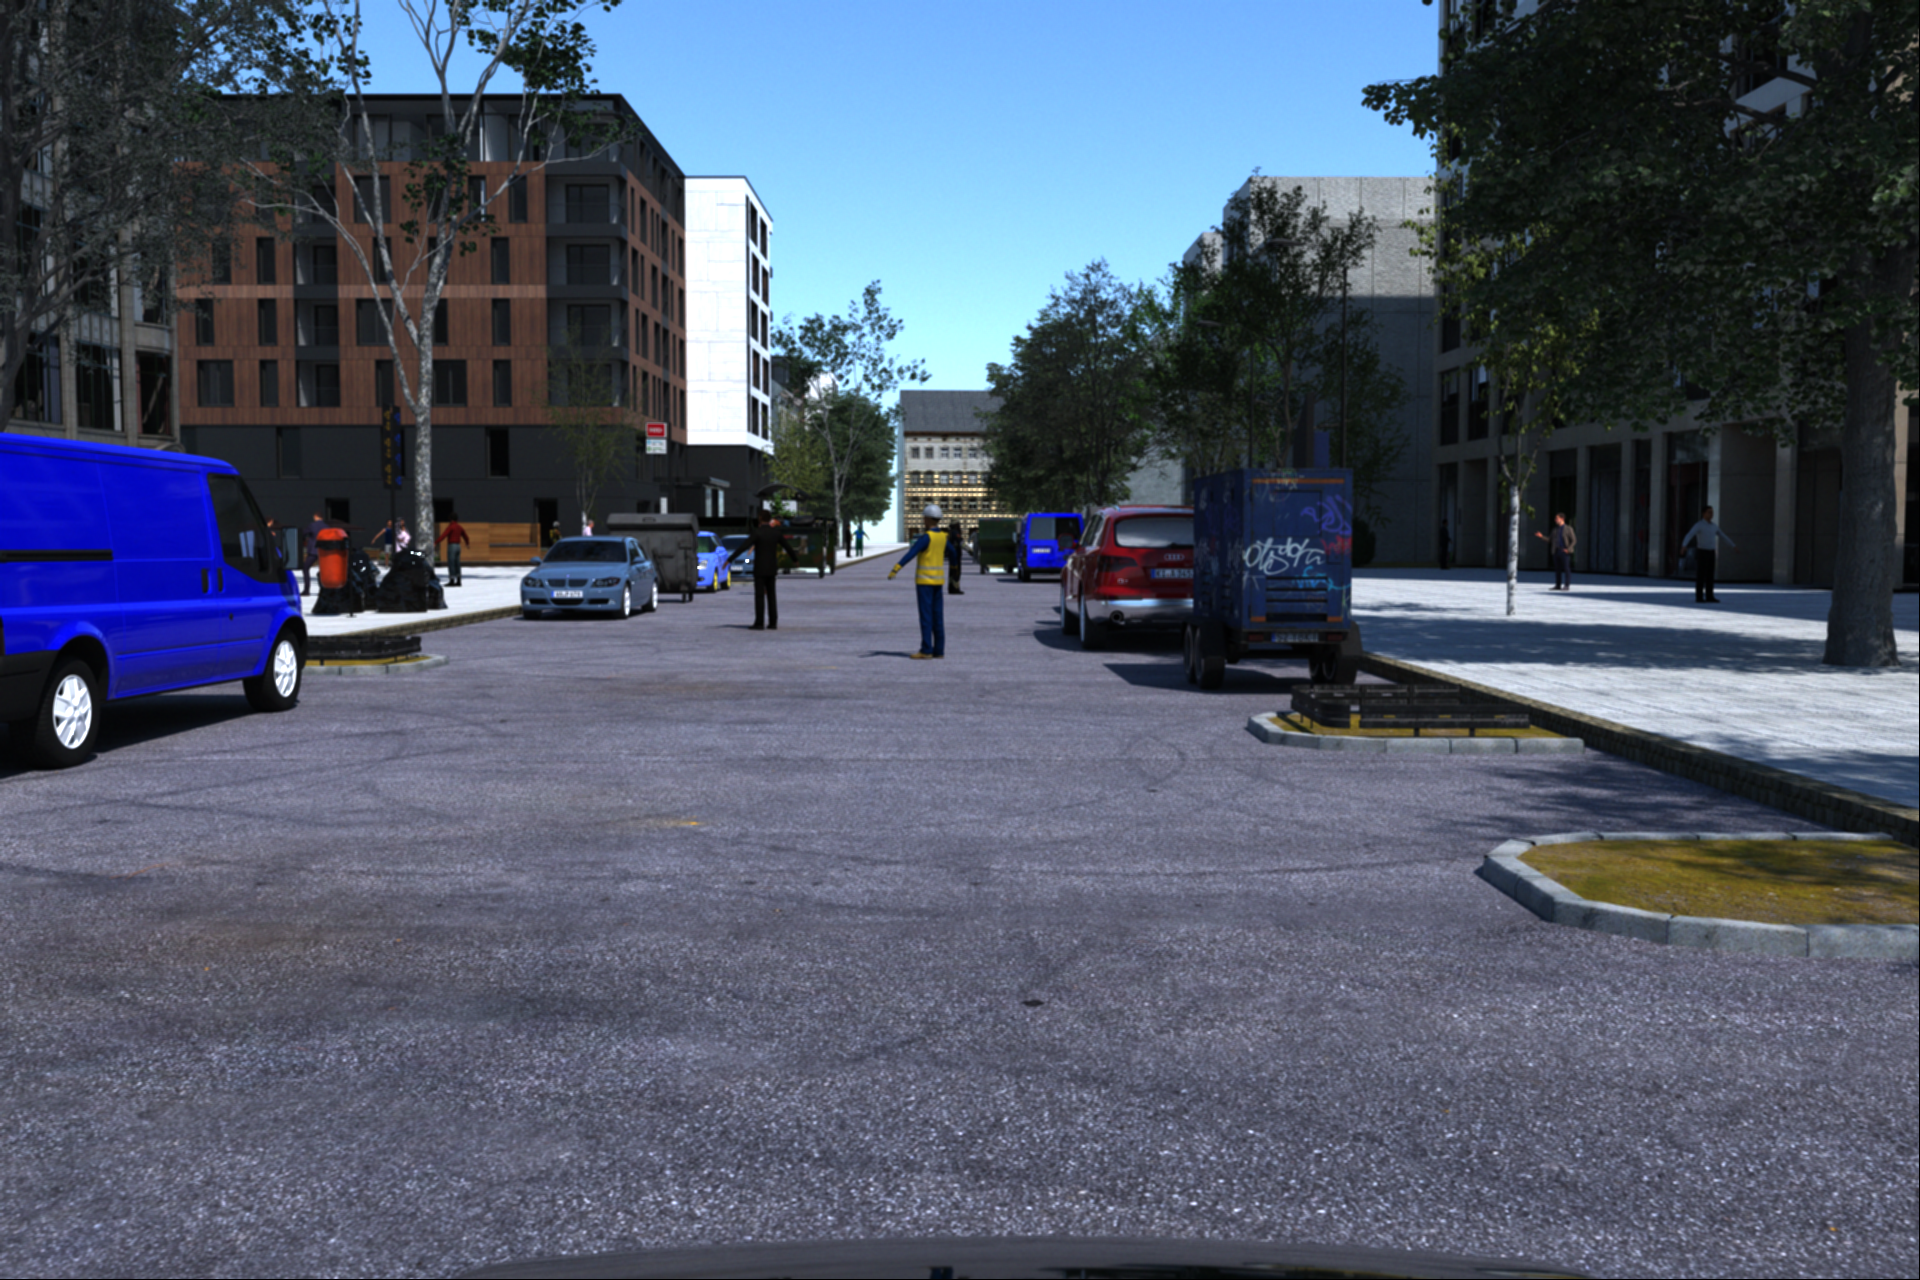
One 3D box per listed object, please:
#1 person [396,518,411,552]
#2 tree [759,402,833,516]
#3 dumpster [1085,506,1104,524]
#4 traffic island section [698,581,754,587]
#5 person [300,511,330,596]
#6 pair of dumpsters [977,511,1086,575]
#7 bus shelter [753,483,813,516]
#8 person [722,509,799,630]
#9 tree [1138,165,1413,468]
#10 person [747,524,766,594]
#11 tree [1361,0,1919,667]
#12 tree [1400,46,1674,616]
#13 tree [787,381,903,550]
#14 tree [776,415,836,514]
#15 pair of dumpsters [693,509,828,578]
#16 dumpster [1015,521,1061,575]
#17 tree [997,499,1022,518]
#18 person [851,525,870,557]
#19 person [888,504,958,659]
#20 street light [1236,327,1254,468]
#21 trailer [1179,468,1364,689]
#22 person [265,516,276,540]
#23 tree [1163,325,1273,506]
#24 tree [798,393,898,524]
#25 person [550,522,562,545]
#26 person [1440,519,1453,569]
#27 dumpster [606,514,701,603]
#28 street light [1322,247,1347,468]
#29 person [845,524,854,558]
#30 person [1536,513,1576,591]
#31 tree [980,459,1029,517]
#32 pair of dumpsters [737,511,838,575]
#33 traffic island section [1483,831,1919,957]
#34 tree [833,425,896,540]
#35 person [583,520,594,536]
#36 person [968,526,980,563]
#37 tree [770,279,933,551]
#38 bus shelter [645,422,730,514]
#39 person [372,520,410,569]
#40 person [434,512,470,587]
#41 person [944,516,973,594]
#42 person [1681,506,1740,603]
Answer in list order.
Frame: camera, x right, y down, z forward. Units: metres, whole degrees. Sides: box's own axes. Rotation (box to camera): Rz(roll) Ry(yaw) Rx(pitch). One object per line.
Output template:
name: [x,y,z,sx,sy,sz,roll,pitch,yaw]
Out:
person: [-15.941,-2.611,49.403,0.621,1.740,0.551,1,4,12]
tree: [-9.363,-8.953,96.744,4.737,8.622,4.395,0,3,0]
dumpster: [2.858,-1.140,26.859,1.865,1.857,1.264,0,4,-1]
traffic island section: [-6.655,-1.553,48.252,1.991,0.108,1.994,0,4,0]
person: [-13.458,-1.805,36.000,0.568,1.767,0.683,3,4,37]
pair of dumpsters: [2.825,-3.460,61.522,4.436,2.255,1.574,0,4,0]
bus shelter: [-7.272,-4.755,71.661,2.014,3.302,5.546,0,4,-1]
person: [-2.945,-1.061,26.022,1.346,1.802,0.704,-3,5,-39]
tree: [8.099,-6.752,44.802,7.601,10.594,8.767,-1,4,-18]
person: [-4.736,-1.940,40.980,0.721,1.733,1.217,1,4,17]
tree: [8.777,-6.730,16.695,9.857,13.997,8.962,0,3,0]
tree: [8.915,-4.687,26.996,4.737,8.622,4.395,0,3,0]
tree: [-9.616,-14.490,143.563,9.857,13.997,8.962,0,3,0]
tree: [-9.901,-9.608,107.460,4.360,8.622,3.978,0,3,0]
pair of dumpsters: [-6.524,-3.142,56.321,4.436,2.255,1.574,0,4,0]
dumpster: [2.775,-3.097,58.851,1.865,1.857,1.264,0,4,-1]
tree: [5.490,-13.356,168.735,4.737,8.622,4.395,0,3,0]
person: [-5.751,-5.657,98.619,1.347,1.817,0.704,-2,4,-24]
person: [-0.397,-0.675,19.963,0.721,1.772,1.216,3,4,37]
street light: [6.918,-3.999,37.931,1.470,5.913,1.316,0,4,-1]
trailer: [2.884,-0.609,17.009,1.471,1.999,3.904,0,4,-1]
person: [-16.312,-2.071,40.830,0.530,1.710,0.541,-1,4,-18]
tree: [8.444,-6.595,58.192,4.360,8.622,3.978,0,3,0]
tree: [-10.207,-15.190,155.009,9.857,13.997,8.962,0,3,0]
person: [-18.687,-4.557,80.274,0.705,1.858,1.354,-2,4,-34]
person: [17.614,-3.475,62.859,0.704,1.823,1.345,0,4,2]
dumpster: [-6.424,-1.717,36.293,1.865,1.857,1.264,0,4,0]
street light: [6.609,-3.357,27.427,1.470,5.913,1.316,0,3,0]
person: [-6.071,-5.438,94.843,0.705,1.837,1.347,-1,4,-15]
person: [13.512,-2.003,39.324,0.750,1.759,0.617,-1,4,-18]
tree: [5.342,-13.269,151.352,8.767,10.594,7.601,2,4,33]
pair of dumpsters: [-6.543,-3.446,61.298,4.436,2.255,1.574,0,4,-1]
traffic island section: [3.177,0.979,6.853,1.991,0.108,1.994,0,4,0]
tree: [-9.824,-15.205,166.736,7.486,12.596,7.792,0,3,0]
person: [-11.140,-2.765,52.184,0.436,1.711,0.756,-1,4,-16]
person: [0.818,-4.663,84.884,0.705,1.806,1.347,3,5,43]
tree: [-8.619,-16.747,129.707,12.611,20.169,13.585,0,3,0]
bus shelter: [-10.220,-5.335,64.864,2.179,5.291,8.768,0,4,-1]
person: [-20.731,-3.476,62.996,1.345,1.807,0.704,-2,4,-32]
person: [-12.389,-2.214,42.301,0.704,1.816,1.345,2,4,24]
person: [-0.101,-2.019,41.240,0.705,1.856,1.354,-2,4,-28]
person: [14.003,-1.608,32.441,1.344,1.810,0.704,-1,4,-19]
